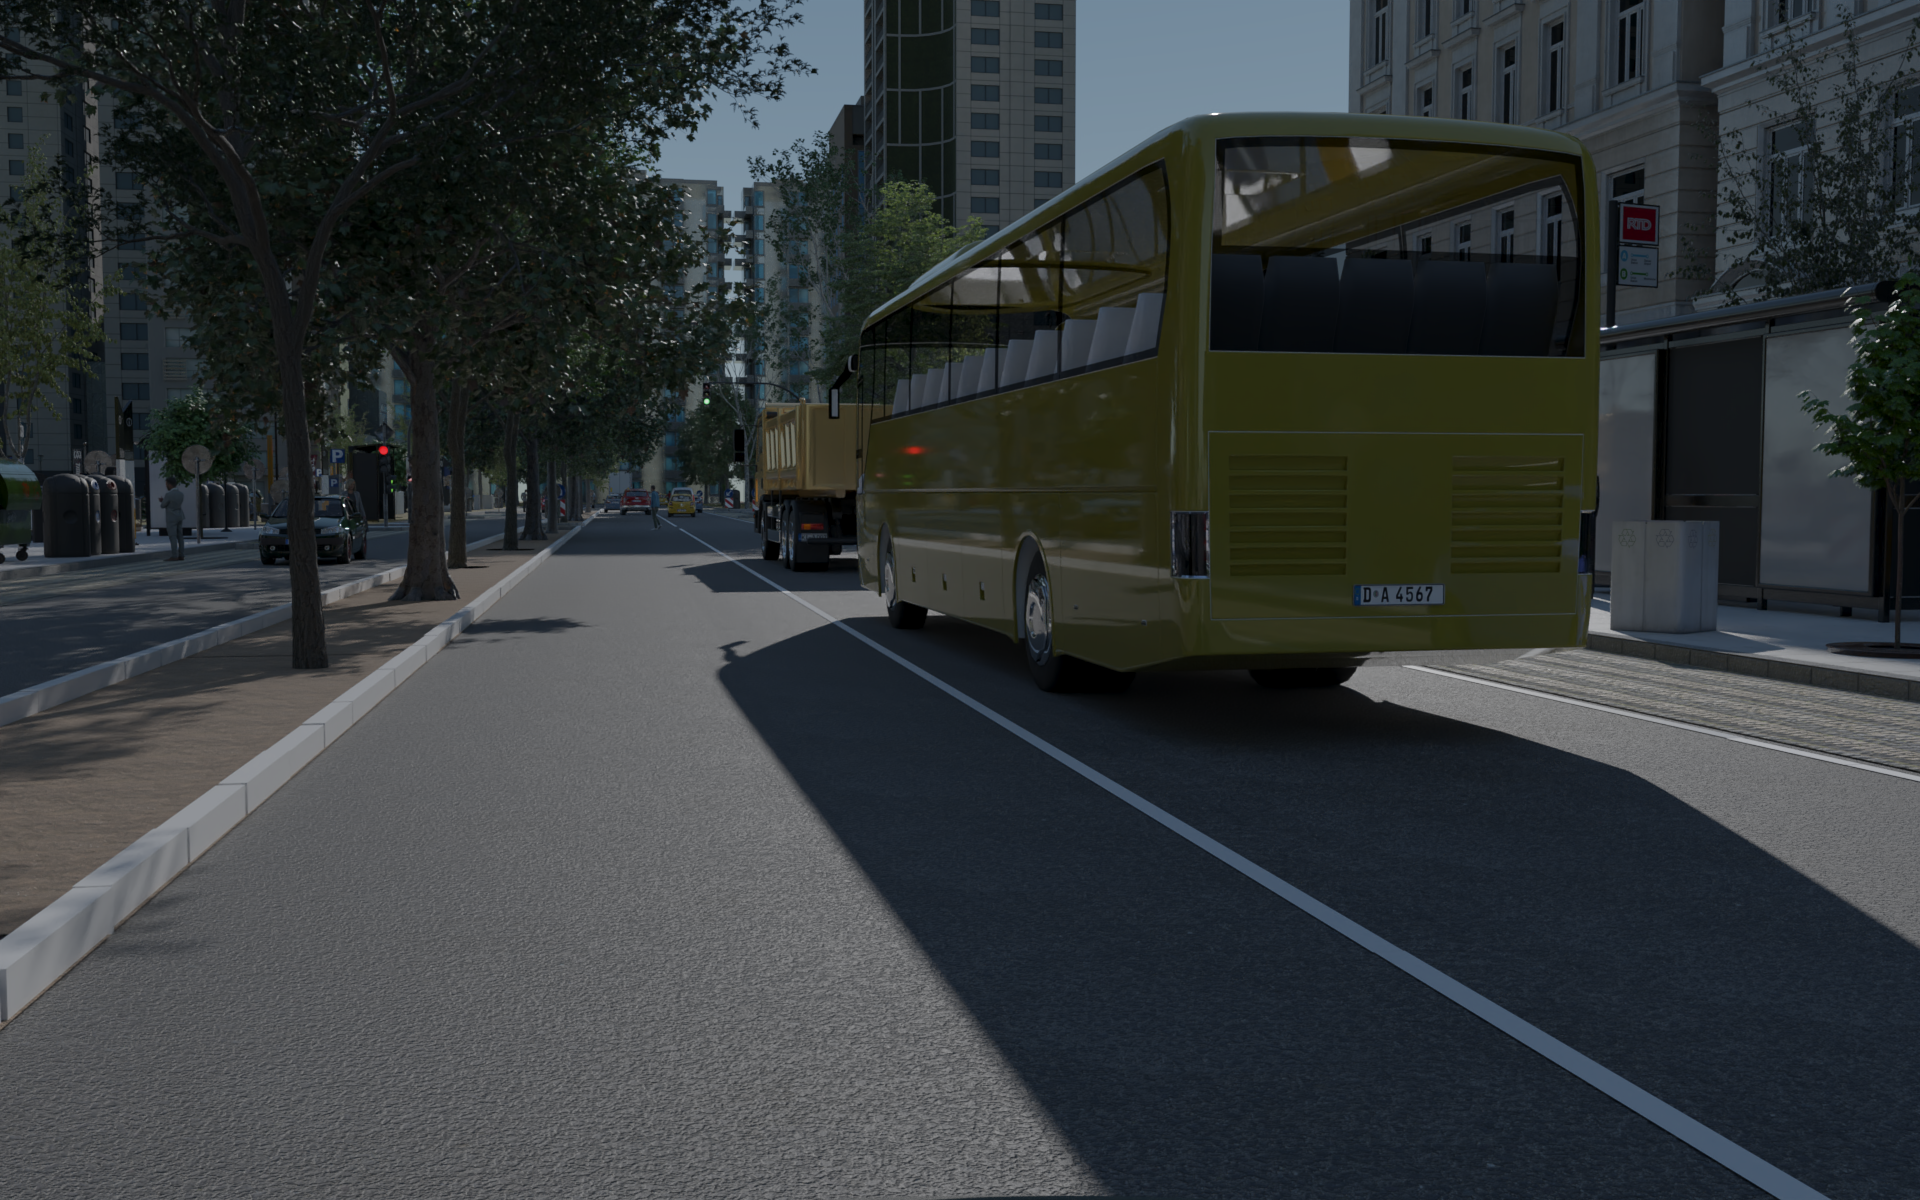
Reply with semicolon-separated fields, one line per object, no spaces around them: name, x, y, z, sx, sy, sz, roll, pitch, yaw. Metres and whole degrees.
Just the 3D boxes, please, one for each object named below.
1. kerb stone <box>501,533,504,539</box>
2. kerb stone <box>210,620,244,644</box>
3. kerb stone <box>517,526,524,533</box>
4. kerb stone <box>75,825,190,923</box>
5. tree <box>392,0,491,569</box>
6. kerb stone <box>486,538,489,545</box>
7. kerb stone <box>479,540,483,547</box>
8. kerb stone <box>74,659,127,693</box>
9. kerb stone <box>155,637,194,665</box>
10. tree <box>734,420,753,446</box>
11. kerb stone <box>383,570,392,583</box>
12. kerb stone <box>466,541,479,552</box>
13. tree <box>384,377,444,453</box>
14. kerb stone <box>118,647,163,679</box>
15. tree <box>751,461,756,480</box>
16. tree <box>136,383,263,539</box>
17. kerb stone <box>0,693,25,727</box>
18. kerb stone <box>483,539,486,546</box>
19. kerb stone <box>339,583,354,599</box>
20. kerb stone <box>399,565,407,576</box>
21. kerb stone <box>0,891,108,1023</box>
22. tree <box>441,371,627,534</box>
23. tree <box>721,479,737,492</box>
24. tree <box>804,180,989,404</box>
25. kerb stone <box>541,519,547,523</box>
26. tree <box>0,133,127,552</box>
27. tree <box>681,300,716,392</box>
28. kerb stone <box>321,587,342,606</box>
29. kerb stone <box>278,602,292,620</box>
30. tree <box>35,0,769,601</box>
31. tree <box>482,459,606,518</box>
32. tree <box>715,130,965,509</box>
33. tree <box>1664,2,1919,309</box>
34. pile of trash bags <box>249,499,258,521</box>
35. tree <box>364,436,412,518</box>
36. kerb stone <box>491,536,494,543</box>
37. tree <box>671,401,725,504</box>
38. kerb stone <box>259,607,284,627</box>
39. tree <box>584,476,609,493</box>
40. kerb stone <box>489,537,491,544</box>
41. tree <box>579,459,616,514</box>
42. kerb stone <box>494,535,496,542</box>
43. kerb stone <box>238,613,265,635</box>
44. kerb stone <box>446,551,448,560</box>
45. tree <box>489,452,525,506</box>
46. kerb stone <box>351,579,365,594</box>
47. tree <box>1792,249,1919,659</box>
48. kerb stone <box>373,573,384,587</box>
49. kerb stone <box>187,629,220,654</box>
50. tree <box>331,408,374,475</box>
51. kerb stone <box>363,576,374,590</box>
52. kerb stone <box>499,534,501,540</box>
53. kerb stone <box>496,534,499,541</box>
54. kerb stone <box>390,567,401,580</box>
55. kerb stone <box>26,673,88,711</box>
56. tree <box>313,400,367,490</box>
kerb stone;-14.411;-1.946;54.013;0.120;0.150;1.000;-1;4;-11
kerb stone;-7.150;0.329;16.811;0.120;0.150;1.000;-1;4;-11
kerb stone;-16.965;-2.745;67.079;0.120;0.150;1.000;-1;4;-11
kerb stone;-2.936;0.981;6.162;0.120;0.150;1.000;-1;4;-11
tree;-9.537;-6.400;32.861;9.928;11.665;9.643;0;3;0
kerb stone;-13.235;-1.577;47.991;0.120;0.150;1.000;-1;4;-11
kerb stone;-12.841;-1.453;45.975;0.120;0.150;1.000;-1;4;-11
kerb stone;-6.369;0.576;12.780;0.120;0.150;1.000;-1;4;-11
kerb stone;-6.756;0.452;14.799;0.120;0.150;1.000;-1;4;-11
tree;-26.095;-16.141;189.662;9.928;11.665;9.643;0;3;0
kerb stone;-9.311;-0.342;27.867;0.120;0.150;1.000;-1;4;-11
kerb stone;-12.647;-1.389;44.969;0.120;0.150;1.000;-1;4;-11
tree;-32.426;-9.422;104.413;4.737;8.622;4.395;0;3;0
kerb stone;-6.561;0.516;13.788;0.120;0.150;1.000;-1;4;-11
tree;-12.537;-8.159;117.119;4.285;4.588;4.351;0;3;0
tree;-21.933;-4.037;49.727;4.285;4.588;4.351;0;3;0
kerb stone;-5.966;0.702;10.773;0.120;0.150;1.000;-1;4;-11
kerb stone;-13.030;-1.516;46.988;0.120;0.150;1.000;-1;4;-11
kerb stone;-8.518;-0.101;23.852;0.120;0.150;1.000;-1;4;-11
kerb stone;-9.705;-0.467;29.873;0.120;0.150;1.000;-1;4;-11
kerb stone;-2.731;1.042;5.161;0.120;0.150;1.000;-1;4;-11
tree;-14.924;-8.688;62.627;7.486;12.596;7.792;0;3;0
tree;-23.676;-11.198;177.682;1.663;3.219;1.824;0;3;0
tree;-1.843;-8.900;63.648;7.486;12.596;7.792;0;3;0
kerb stone;-20.797;-3.950;86.770;0.120;0.150;1.000;-1;4;-11
tree;-19.534;-5.230;35.879;4.737;8.622;4.395;0;3;0
tree;-17.884;-17.886;148.322;12.611;20.169;13.585;0;3;0
kerb stone;-8.328;-0.040;22.845;0.120;0.150;1.000;-1;4;-11
kerb stone;-7.735;0.148;19.822;0.120;0.150;1.000;-1;4;-11
tree;-7.249;-6.347;23.237;9.611;12.733;9.660;0;3;0
tree;-23.003;-11.791;101.898;9.857;13.997;8.962;0;3;0
tree;-5.666;-14.242;88.738;12.611;20.169;13.585;0;3;0
tree;12.830;-4.585;25.331;4.360;8.622;3.978;0;3;0
pile of trash bags;-34.823;-4.378;81.340;3.447;1.369;1.912;-1;4;-23
tree;-30.747;-6.687;93.050;4.285;4.588;4.351;0;3;0
kerb stone;-13.623;-1.701;50.002;0.120;0.150;1.000;-1;4;-11
tree;-33.338;-19.562;226.500;9.857;13.997;8.962;0;3;0
kerb stone;-7.537;0.207;18.819;0.120;0.150;1.000;-1;4;-11
tree;-29.660;-11.327;138.015;4.737;8.622;4.395;0;3;0
kerb stone;-13.429;-1.639;48.999;0.120;0.150;1.000;-1;4;-11
tree;-26.607;-12.750;121.296;12.009;13.543;11.850;0;3;0
kerb stone;-13.829;-1.762;51.003;0.120;0.150;1.000;-1;4;-11
kerb stone;-7.343;0.270;17.815;0.120;0.150;1.000;-1;4;-11
kerb stone;-11.467;-1.015;38.924;0.120;0.150;1.000;-1;4;-11
tree;-47.188;-14.068;180.370;4.737;8.622;4.395;0;3;0
kerb stone;-8.718;-0.162;24.854;0.120;0.150;1.000;-1;4;-11
tree;7.414;-1.175;13.817;1.663;3.219;1.824;0;3;0
kerb stone;-9.107;-0.286;26.866;0.120;0.150;1.000;-1;4;-11
kerb stone;-6.958;0.398;15.806;0.120;0.150;1.000;-1;4;-11
tree;-50.602;-11.886;144.702;4.360;8.622;3.978;0;3;0
kerb stone;-8.917;-0.224;25.861;0.120;0.150;1.000;-1;4;-11
kerb stone;-14.210;-1.885;53.011;0.120;0.150;1.000;-1;4;-11
kerb stone;-14.020;-1.823;52.007;0.120;0.150;1.000;-1;4;-11
kerb stone;-9.491;-0.408;28.873;0.120;0.150;1.000;-1;4;-11
kerb stone;-6.165;0.637;11.775;0.120;0.150;1.000;-1;4;-11
tree;-47.281;-11.141;132.518;4.737;8.622;4.395;0;3;0
